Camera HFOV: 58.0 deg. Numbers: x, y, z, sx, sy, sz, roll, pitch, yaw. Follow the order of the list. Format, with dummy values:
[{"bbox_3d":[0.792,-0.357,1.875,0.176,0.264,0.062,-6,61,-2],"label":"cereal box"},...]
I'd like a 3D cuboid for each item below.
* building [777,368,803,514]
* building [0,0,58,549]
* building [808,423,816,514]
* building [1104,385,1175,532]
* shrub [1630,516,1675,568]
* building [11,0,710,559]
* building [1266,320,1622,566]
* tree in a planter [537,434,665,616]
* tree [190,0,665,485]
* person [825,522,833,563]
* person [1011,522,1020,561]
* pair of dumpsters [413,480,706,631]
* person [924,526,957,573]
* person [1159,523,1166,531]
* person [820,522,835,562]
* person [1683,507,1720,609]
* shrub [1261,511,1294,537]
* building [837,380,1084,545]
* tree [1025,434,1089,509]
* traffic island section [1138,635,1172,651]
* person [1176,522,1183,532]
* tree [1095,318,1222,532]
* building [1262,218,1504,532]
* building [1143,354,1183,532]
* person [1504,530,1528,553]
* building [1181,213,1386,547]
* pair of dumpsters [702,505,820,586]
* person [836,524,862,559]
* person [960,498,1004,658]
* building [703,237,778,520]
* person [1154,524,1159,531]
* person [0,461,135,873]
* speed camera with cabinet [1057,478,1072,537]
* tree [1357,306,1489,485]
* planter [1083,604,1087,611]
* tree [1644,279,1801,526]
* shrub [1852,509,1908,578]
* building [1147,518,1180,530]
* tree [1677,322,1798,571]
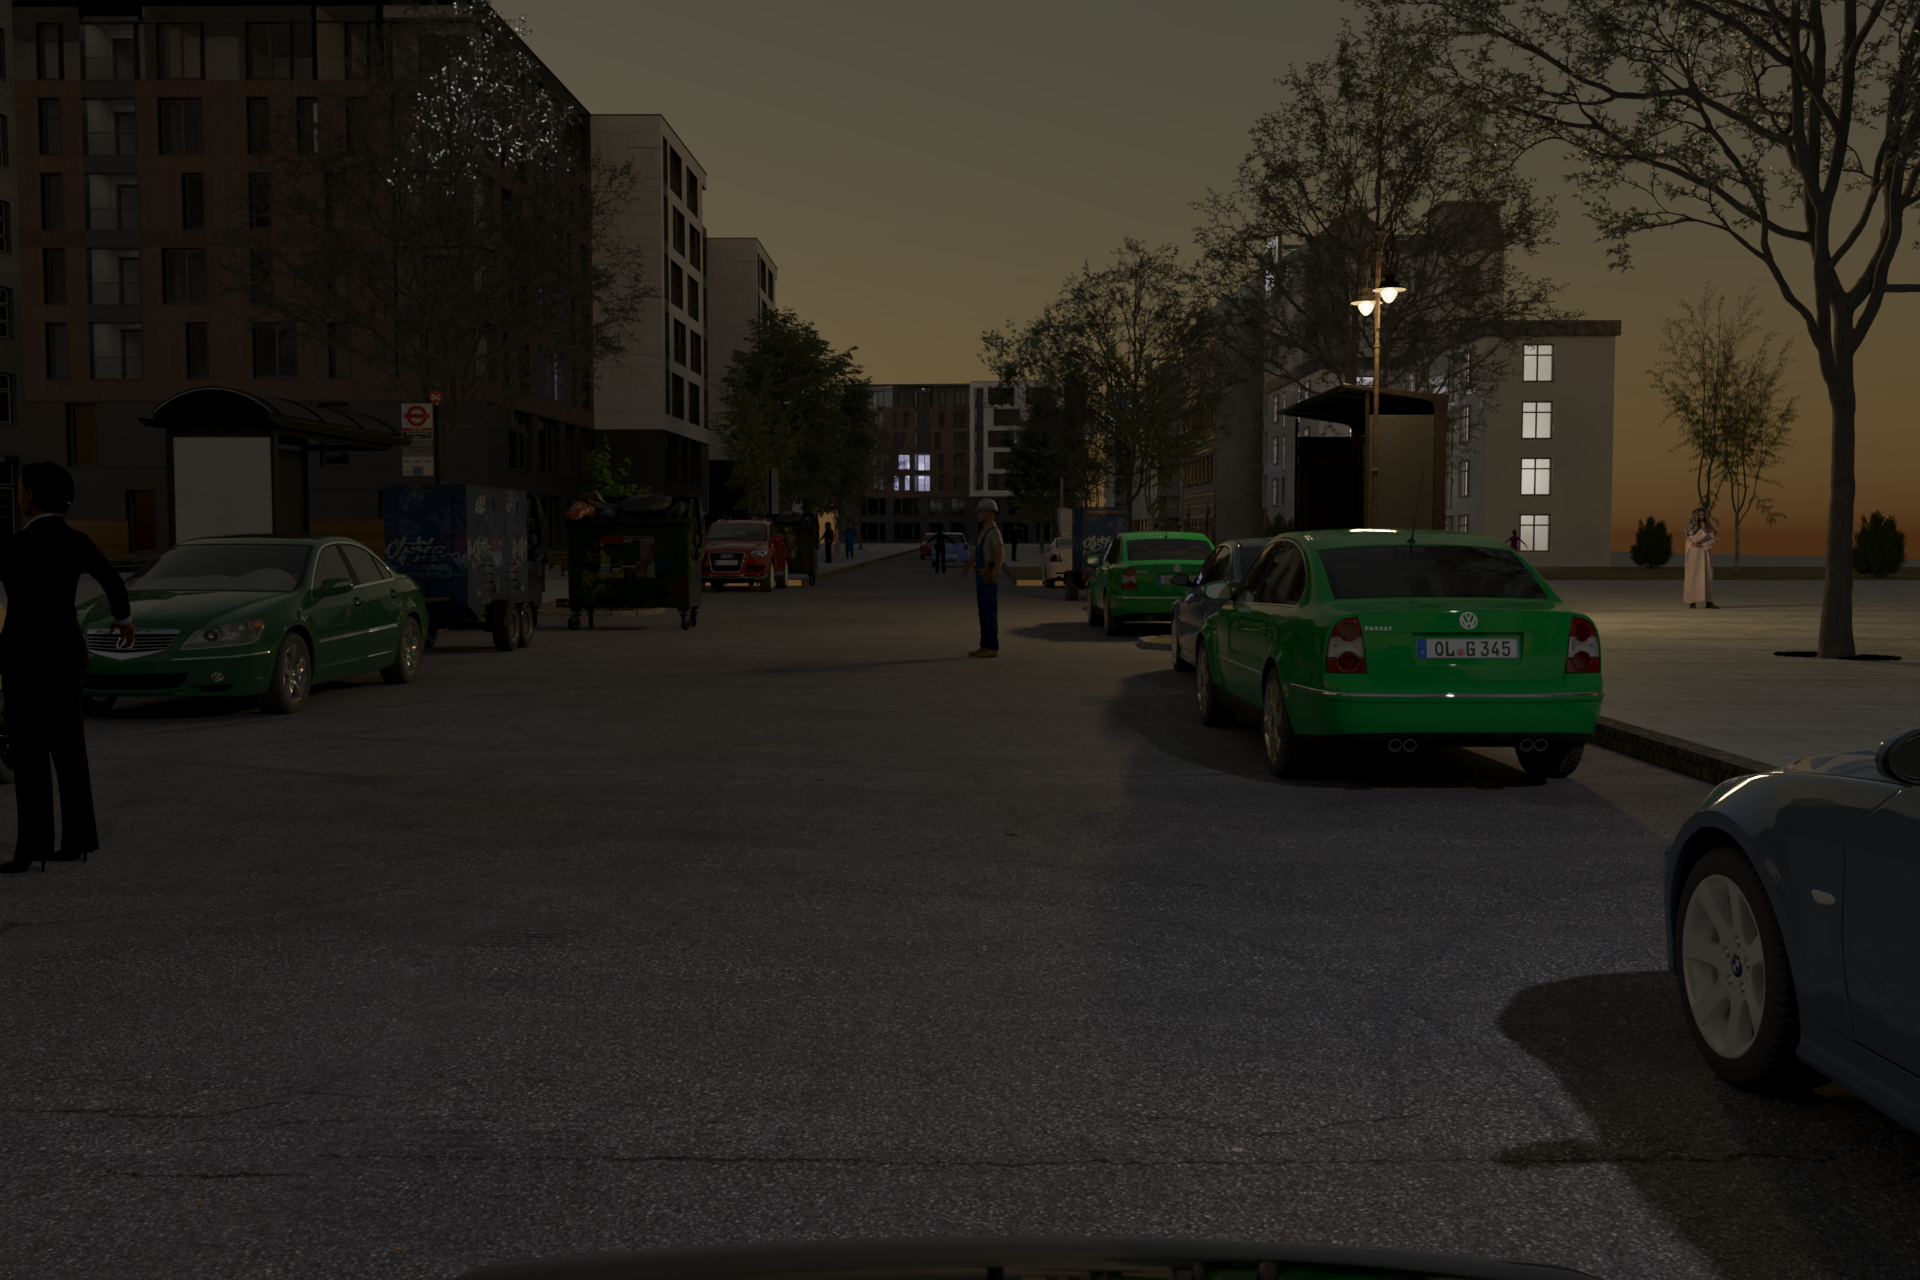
[{"bbox_3d":[-23.208,-20.213,186.907,16.016,20.090,11.380,0,4,0],"label":"building"},{"bbox_3d":[-32.345,-13.511,39.316,11.959,24.771,22.079,0,4,1],"label":"building"},{"bbox_3d":[-27.763,-23.212,210.446,19.493,23.208,18.063,0,4,1],"label":"building"},{"bbox_3d":[23.240,-22.013,216.326,16.016,20.090,11.380,0,4,1],"label":"building"},{"bbox_3d":[25.942,-3.702,64.942,1.690,2.028,1.600,0,3,0],"label":"shrub"},{"bbox_3d":[-28.475,-14.597,82.636,27.936,21.610,32.646,0,4,1],"label":"building"},{"bbox_3d":[21.402,-8.560,82.111,9.099,9.664,28.070,0,4,0],"label":"building"},{"bbox_3d":[-6.405,-2.076,31.168,1.991,3.239,1.994,0,4,1],"label":"tree in a planter"},{"bbox_3d":[-11.668,-7.866,38.978,12.009,13.543,11.850,0,3,0],"label":"tree"},{"bbox_3d":[-5.796,-4.320,76.826,0.705,1.806,1.347,0,4,1],"label":"person"},{"bbox_3d":[2.609,-4.679,82.440,0.705,1.837,1.347,-1,4,-12],"label":"person"},{"bbox_3d":[-6.123,-1.296,26.146,4.436,2.255,1.574,0,4,0],"label":"pair of dumpsters"},{"bbox_3d":[-0.708,-3.298,63.100,1.216,1.740,0.721,0,4,3],"label":"person"},{"bbox_3d":[8.621,-4.166,74.577,0.721,1.772,1.216,-2,4,-24],"label":"person"},{"bbox_3d":[-6.077,-4.513,79.549,0.705,1.858,1.354,-2,4,-34],"label":"person"},{"bbox_3d":[12.709,-1.410,29.771,0.551,1.740,0.621,-1,4,-21],"label":"person"},{"bbox_3d":[10.405,-3.162,56.120,1.690,2.028,1.600,0,3,0],"label":"shrub"},{"bbox_3d":[0.733,-24.299,243.726,32.646,21.610,27.936,0,4,7],"label":"building"},{"bbox_3d":[6.336,-9.471,105.215,4.737,8.622,4.395,0,3,0],"label":"tree"},{"bbox_3d":[3.293,0.046,22.112,1.991,0.108,1.994,0,4,1],"label":"traffic island section"},{"bbox_3d":[10.105,-4.531,80.053,0.705,1.833,1.349,1,4,19],"label":"person"},{"bbox_3d":[6.828,-6.698,59.868,4.737,8.622,4.395,0,3,0],"label":"tree"},{"bbox_3d":[24.634,-15.542,110.525,16.016,20.090,11.380,0,3,0],"label":"building"},{"bbox_3d":[24.470,-19.914,182.005,16.016,20.090,11.380,0,4,1],"label":"building"},{"bbox_3d":[18.692,-3.011,58.489,0.991,1.433,0.599,0,4,1],"label":"person"},{"bbox_3d":[26.579,-18.052,126.086,19.493,23.208,18.063,0,4,0],"label":"building"},{"bbox_3d":[-6.111,-2.625,47.871,4.436,2.255,1.574,0,4,0],"label":"pair of dumpsters"},{"bbox_3d":[-5.600,-4.992,87.746,1.347,1.817,0.704,0,4,4],"label":"person"},{"bbox_3d":[0.293,-0.726,20.187,0.705,1.847,1.347,-1,4,-16],"label":"person"},{"bbox_3d":[-27.901,-16.727,117.459,27.936,21.610,32.646,0,4,0],"label":"building"},{"bbox_3d":[9.886,-4.983,87.658,0.705,1.806,1.347,-1,4,-11],"label":"person"},{"bbox_3d":[-3.990,0.106,7.441,0.721,1.740,1.216,1,4,16],"label":"person"},{"bbox_3d":[3.776,-4.050,60.549,0.660,3.252,2.038,0,4,1],"label":"speed camera with cabinet"},{"bbox_3d":[14.095,-6.409,55.143,4.360,8.622,3.978,0,3,0],"label":"tree"},{"bbox_3d":[3.363,-0.721,32.920,1.991,0.319,1.994,0,3,0],"label":"planter"},{"bbox_3d":[21.807,-6.157,51.031,4.360,8.622,3.978,0,3,0],"label":"tree"},{"bbox_3d":[26.989,-2.845,50.936,1.690,2.028,1.600,0,3,0],"label":"shrub"},{"bbox_3d":[26.697,-20.925,198.546,16.016,20.090,11.380,0,3,0],"label":"building"},{"bbox_3d":[26.992,-6.694,59.810,4.360,8.622,3.978,0,3,0],"label":"tree"}]
